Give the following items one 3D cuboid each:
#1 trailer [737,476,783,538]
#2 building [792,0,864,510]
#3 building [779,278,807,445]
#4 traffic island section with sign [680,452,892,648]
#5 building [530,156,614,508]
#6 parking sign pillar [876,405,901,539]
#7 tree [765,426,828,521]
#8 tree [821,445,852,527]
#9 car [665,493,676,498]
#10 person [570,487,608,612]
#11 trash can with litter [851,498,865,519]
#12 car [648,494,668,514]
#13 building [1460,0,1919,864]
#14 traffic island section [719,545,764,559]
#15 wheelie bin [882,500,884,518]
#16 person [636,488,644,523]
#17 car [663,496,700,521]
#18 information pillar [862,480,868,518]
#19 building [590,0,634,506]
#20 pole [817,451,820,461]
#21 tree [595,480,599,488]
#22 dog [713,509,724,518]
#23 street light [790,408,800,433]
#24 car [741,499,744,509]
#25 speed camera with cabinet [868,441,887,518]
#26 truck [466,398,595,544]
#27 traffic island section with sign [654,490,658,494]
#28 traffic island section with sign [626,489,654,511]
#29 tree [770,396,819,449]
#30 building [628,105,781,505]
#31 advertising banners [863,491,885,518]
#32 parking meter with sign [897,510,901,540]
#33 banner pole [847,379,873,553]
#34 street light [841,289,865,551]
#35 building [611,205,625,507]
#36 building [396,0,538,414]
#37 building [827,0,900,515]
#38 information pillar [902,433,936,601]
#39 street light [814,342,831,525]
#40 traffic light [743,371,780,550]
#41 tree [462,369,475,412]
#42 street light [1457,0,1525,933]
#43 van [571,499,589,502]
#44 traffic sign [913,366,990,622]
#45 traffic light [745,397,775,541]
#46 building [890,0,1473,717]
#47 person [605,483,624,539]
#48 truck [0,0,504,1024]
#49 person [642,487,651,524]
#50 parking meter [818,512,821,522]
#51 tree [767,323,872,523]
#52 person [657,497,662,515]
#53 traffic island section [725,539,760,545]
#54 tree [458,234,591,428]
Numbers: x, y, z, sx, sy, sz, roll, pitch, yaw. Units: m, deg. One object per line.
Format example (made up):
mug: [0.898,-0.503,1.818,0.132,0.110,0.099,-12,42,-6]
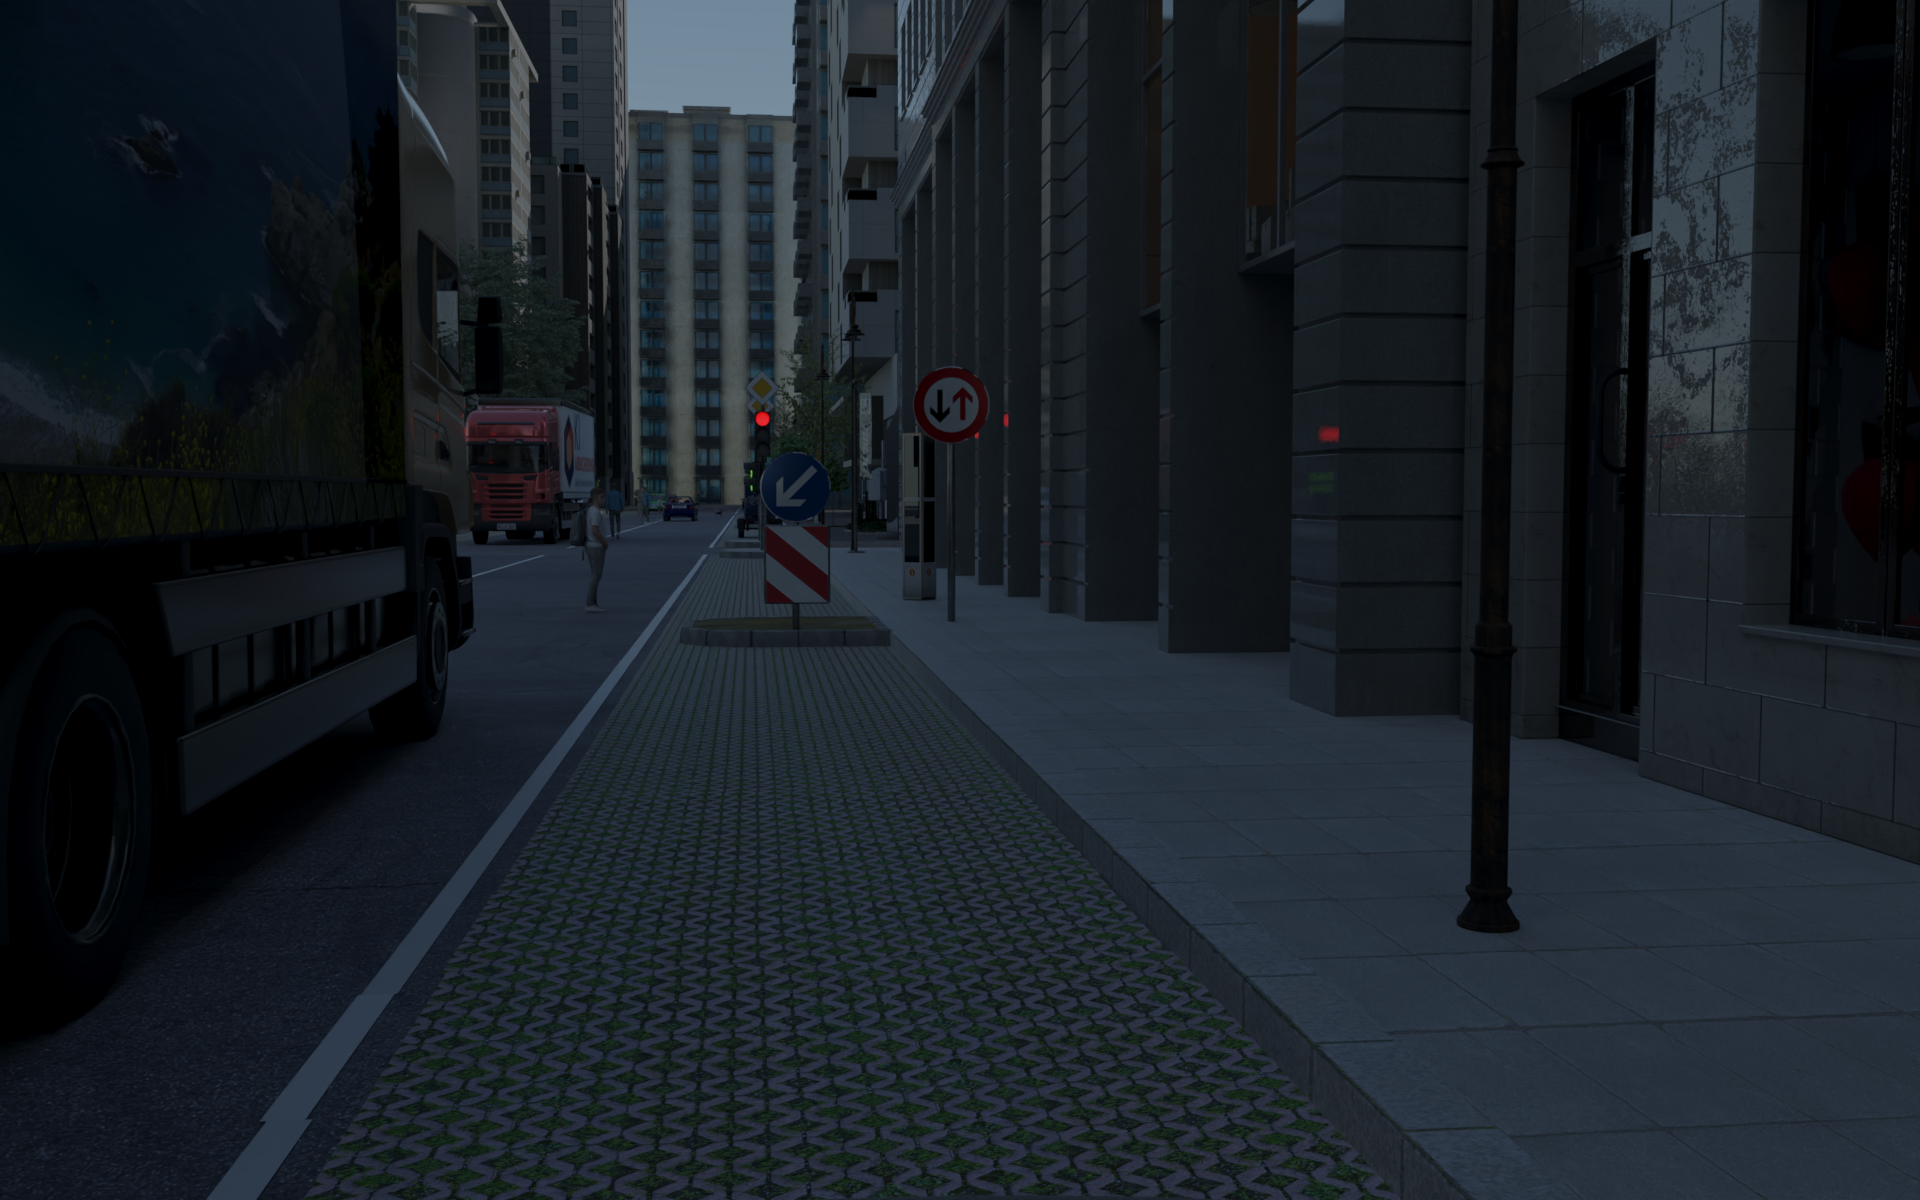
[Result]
trailer: [-6.626,-3.065,57.160,1.471,1.999,3.904,0,4,-8]
building: [-3.240,-32.515,151.228,23.786,49.044,30.456,0,4,-7]
building: [-7.653,-53.122,181.213,22.319,86.520,31.000,0,4,-7]
traffic island section with sign: [-1.738,-0.514,17.032,1.989,1.847,2.006,0,4,-7]
building: [-38.259,-23.168,150.495,14.160,30.474,14.107,0,4,-7]
parking sign pillar: [-1.710,-3.751,49.794,1.447,3.967,1.447,-1,4,-21]
tree: [-7.731,-6.102,83.482,4.285,4.588,4.351,0,3,0]
tree: [-5.064,-4.475,67.765,1.663,3.219,1.824,0,3,0]
car: [-24.698,-8.415,146.620,2.155,1.783,4.494,-1,4,-9]
person: [-4.444,-0.609,21.048,0.503,1.515,0.523,2,4,34]
trash can with litter: [-4.121,-3.825,73.919,1.055,1.170,0.624,2,4,25]
car: [-21.884,-7.097,124.825,1.959,1.807,4.718,0,4,-5]
building: [9.005,-8.977,1.522,10.420,20.320,16.860,0,4,-7]
traffic island section: [-4.480,-1.063,39.661,2.009,0.180,2.903,0,4,-7]
wheelie bin: [-3.272,-4.394,79.754,0.980,1.594,0.693,1,4,19]
person: [-15.550,-4.633,84.592,0.599,1.781,0.374,-2,4,-28]
car: [-14.849,-4.863,92.091,1.945,1.354,3.894,0,4,-7]
information pillar: [-4.380,-4.671,80.865,0.304,2.012,0.304,1,4,21]
building: [-45.873,-45.514,182.401,20.611,71.187,20.563,0,4,-7]
pole: [-6.616,-5.342,81.185,0.158,3.312,0.155,0,3,0]
tree: [-27.541,-8.221,129.009,1.663,3.219,1.824,0,3,0]
dog: [-14.771,-5.298,105.903,0.406,0.507,0.540,2,4,35]
street light: [-8.290,-7.003,87.285,0.468,5.910,1.993,0,4,-7]
car: [-20.249,-9.497,167.855,1.945,1.354,3.894,0,4,-7]
speed camera with cabinet: [-2.627,-4.305,64.724,0.660,3.252,2.038,2,4,32]
truck: [-13.055,-3.917,52.949,2.839,4.237,11.283,0,4,-5]
traffic island section with sign: [-30.689,-10.160,174.750,1.989,1.847,2.006,0,4,-7]
traffic island section with sign: [-27.450,-8.524,147.989,1.989,1.847,2.006,0,4,-7]
tree: [-12.373,-10.783,126.668,4.360,8.622,3.978,0,3,0]
building: [-31.485,-36.514,216.612,30.456,49.044,23.786,0,4,-7]
advertising banners: [-2.765,-4.374,67.708,2.074,3.025,0.090,-1,4,-13]
parking meter with sign: [-0.896,-3.175,48.175,1.738,3.016,0.543,1,4,21]
banner pole: [-2.140,-2.912,37.631,0.401,3.779,0.863,-3,4,-37]
street light: [-2.419,-4.062,39.194,0.468,5.910,1.993,0,4,-7]
building: [-39.749,-24.061,165.097,14.160,30.474,14.107,0,4,-7]
building: [-45.511,-26.806,130.160,32.217,40.220,23.993,0,4,-7]
building: [6.057,-31.493,104.153,28.713,52.752,27.495,0,4,-7]
information pillar: [-0.490,-1.007,20.953,0.304,2.012,0.304,3,4,36]
street light: [-4.198,-4.901,52.924,0.468,5.910,1.993,0,4,-7]
traffic light: [-4.521,-3.096,39.542,0.839,4.253,0.868,0,4,-7]
tree: [-29.088,-9.102,99.173,4.360,8.622,3.978,0,3,0]
street light: [1.569,-1.968,4.965,0.468,5.910,1.993,0,4,-7]
van: [-21.123,-5.317,93.946,2.013,2.044,4.112,0,4,-8]
traffic sign: [-0.085,-1.056,17.373,0.768,2.556,0.104,0,4,2]
traffic light: [-5.481,-3.581,47.469,0.839,4.253,0.868,0,4,-7]
building: [5.732,-15.095,24.297,11.434,29.767,29.804,0,4,-7]
person: [-10.904,-2.803,54.666,0.601,1.785,0.444,-1,4,-18]
truck: [-3.802,-1.082,6.608,2.839,4.237,11.283,0,4,-7]
person: [-15.067,-4.553,83.286,0.444,1.785,0.601,-2,4,-23]
parking meter: [-6.511,-4.361,79.714,0.372,1.533,0.369,0,3,0]
tree: [-6.059,-7.662,75.636,4.737,8.622,4.395,0,3,0]
person: [-20.145,-6.294,116.088,0.352,1.250,0.332,0,4,6]
traffic island section: [-5.440,-1.548,47.588,2.009,0.180,2.903,0,4,-7]
tree: [-22.865,-10.867,84.323,9.857,13.997,8.962,0,3,0]
